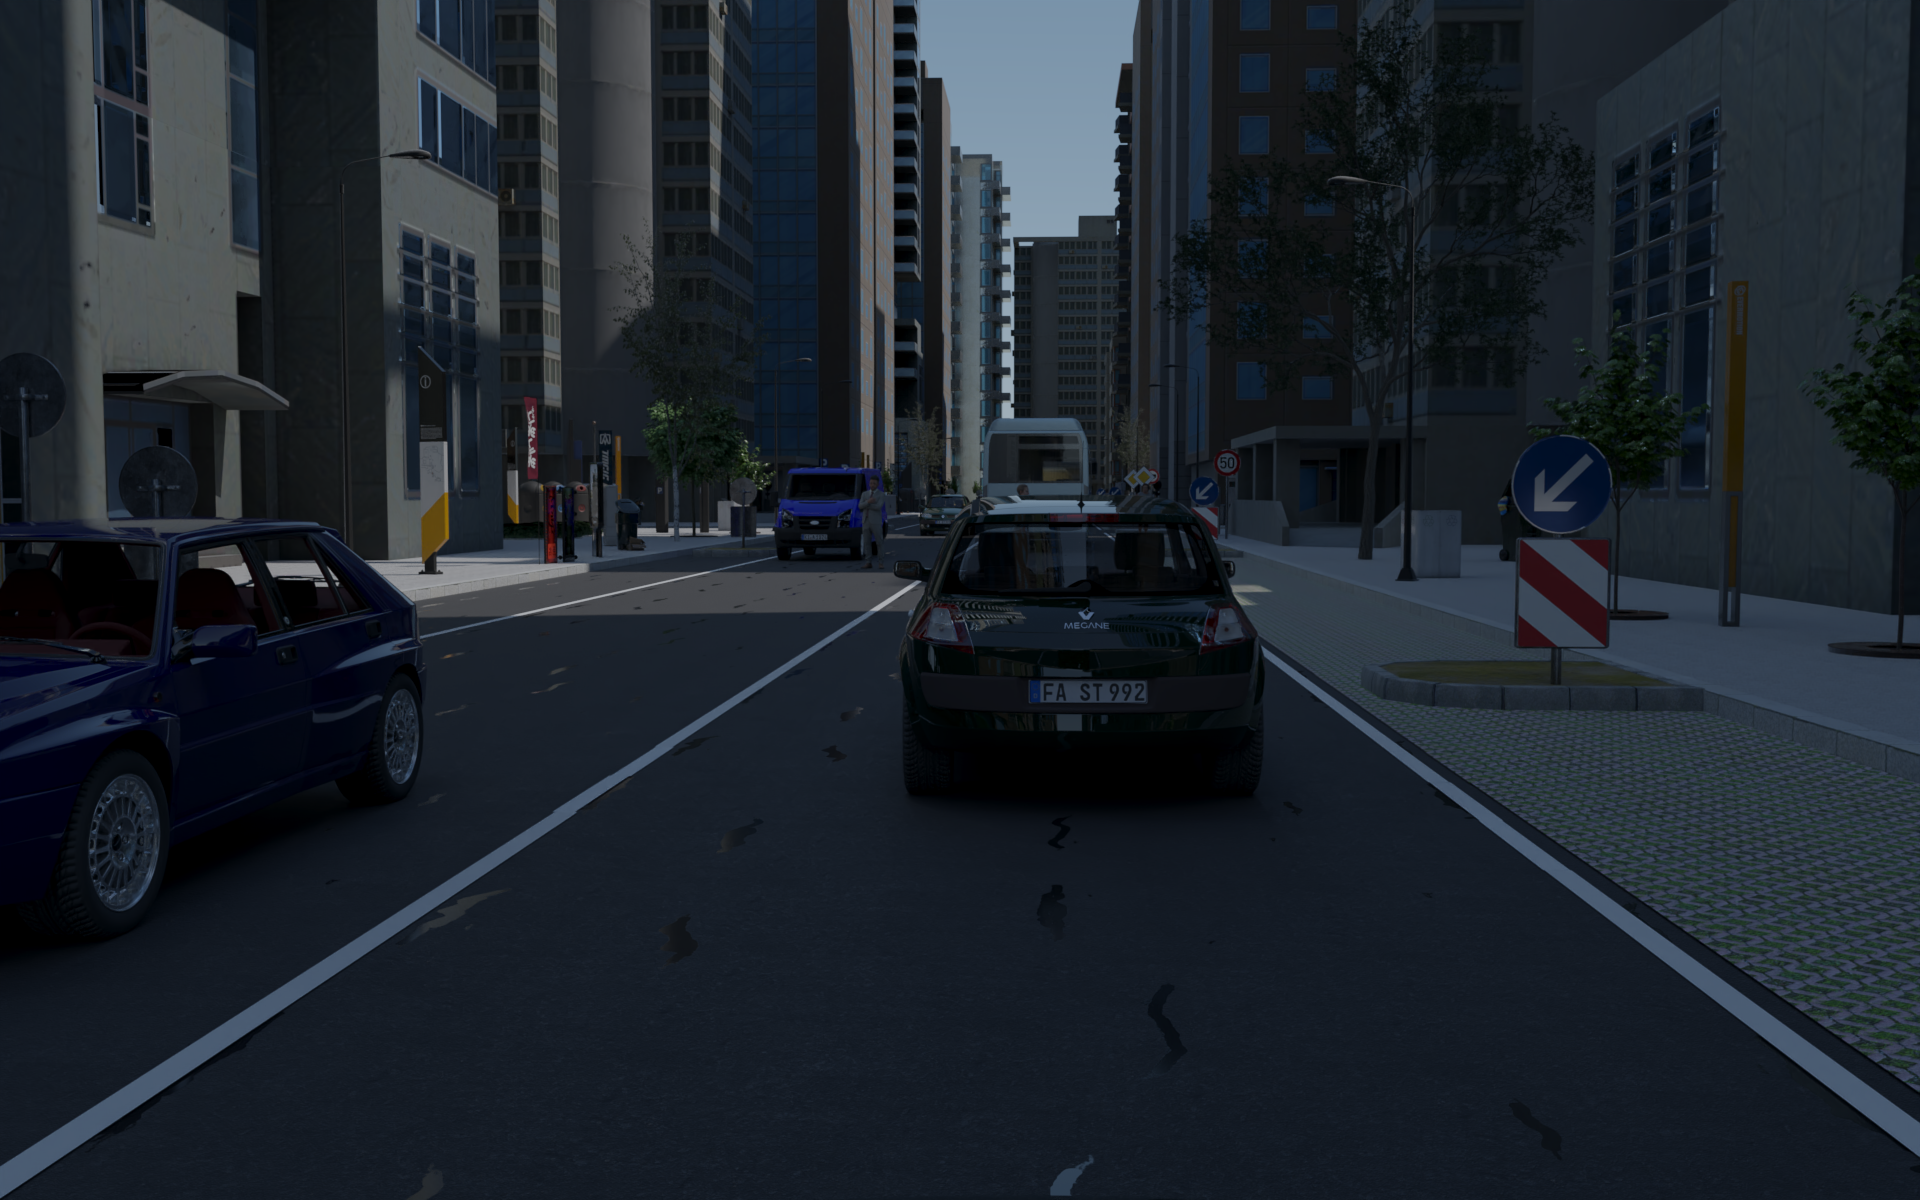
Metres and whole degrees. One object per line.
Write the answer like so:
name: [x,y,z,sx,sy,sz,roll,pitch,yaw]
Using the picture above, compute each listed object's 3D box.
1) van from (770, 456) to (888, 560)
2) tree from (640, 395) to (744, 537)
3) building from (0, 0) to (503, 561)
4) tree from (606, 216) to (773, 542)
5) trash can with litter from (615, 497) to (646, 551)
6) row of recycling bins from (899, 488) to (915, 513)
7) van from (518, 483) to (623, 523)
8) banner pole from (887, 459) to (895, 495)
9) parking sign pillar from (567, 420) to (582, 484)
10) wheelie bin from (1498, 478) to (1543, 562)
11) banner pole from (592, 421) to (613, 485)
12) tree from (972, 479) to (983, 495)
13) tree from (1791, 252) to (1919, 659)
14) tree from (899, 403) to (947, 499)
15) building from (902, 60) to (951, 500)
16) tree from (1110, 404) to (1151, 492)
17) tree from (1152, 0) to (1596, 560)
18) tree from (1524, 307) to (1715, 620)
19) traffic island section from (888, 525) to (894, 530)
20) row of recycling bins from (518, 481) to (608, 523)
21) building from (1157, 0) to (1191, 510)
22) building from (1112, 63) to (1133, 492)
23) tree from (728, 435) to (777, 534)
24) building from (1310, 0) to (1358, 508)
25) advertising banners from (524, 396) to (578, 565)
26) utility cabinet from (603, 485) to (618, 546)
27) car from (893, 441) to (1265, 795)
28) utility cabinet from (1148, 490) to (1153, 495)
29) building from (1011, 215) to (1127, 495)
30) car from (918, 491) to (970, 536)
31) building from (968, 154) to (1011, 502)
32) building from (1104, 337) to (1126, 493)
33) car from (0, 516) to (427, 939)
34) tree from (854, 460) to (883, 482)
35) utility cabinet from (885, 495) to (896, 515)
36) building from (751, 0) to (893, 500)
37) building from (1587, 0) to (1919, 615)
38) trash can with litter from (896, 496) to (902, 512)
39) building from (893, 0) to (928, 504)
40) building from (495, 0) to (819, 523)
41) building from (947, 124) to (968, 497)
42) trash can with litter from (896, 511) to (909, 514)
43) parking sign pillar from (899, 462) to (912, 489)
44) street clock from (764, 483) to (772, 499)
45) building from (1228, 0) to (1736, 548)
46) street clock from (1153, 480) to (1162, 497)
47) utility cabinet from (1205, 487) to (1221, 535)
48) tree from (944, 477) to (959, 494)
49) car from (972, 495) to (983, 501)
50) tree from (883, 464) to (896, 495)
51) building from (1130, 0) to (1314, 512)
van: [-2.886,-2.133,39.266,2.240,2.365,5.245,0,4,4]
tree: [-7.977,-4.182,52.092,4.285,4.588,4.351,0,3,0]
building: [-20.614,-43.431,22.762,22.319,86.520,31.000,0,4,3]
tree: [-7.450,-5.876,46.431,4.360,8.622,3.978,0,3,0]
trash can with litter: [-7.450,-1.718,39.482,0.624,1.170,1.055,-2,4,-34]
row of recycling bins: [-3.824,-7.027,122.007,1.069,1.692,3.534,0,4,7]
van: [-15.008,-3.639,66.505,4.112,2.044,2.013,0,4,3]
banner pole: [-4.958,-8.167,123.541,0.863,3.779,0.401,-3,5,-40]
parking sign pillar: [-14.112,-4.579,63.343,1.447,3.967,1.447,-1,4,-17]
wheelie bin: [10.753,-1.534,32.993,0.980,1.594,0.693,-1,4,-19]
banner pole: [-12.344,-4.255,59.587,0.863,3.779,0.401,0,4,3]
tree: [2.000,-13.623,217.329,1.663,3.219,1.824,0,3,0]
tree: [7.681,-1.173,13.778,1.663,3.219,1.824,0,3,0]
tree: [-2.795,-11.428,137.215,4.360,8.622,3.978,0,3,0]
building: [-8.306,-32.635,183.693,14.600,45.320,14.200,0,4,3]
tree: [13.993,-11.586,139.786,4.360,8.622,3.978,0,3,0]
tree: [7.886,-6.048,33.290,8.767,10.594,7.601,0,4,6]
tree: [6.868,-1.438,18.119,1.663,3.219,1.824,0,3,0]
traffic island section: [-3.784,-2.967,70.792,2.009,0.180,2.903,0,4,3]
row of recycling bins: [-13.045,-3.059,57.136,1.069,1.692,3.534,3,4,39]
building: [21.986,-34.063,98.921,21.231,58.520,28.212,0,4,3]
building: [26.744,-31.820,174.881,22.147,44.769,28.867,0,4,3]
tree: [-7.002,-3.759,56.056,1.663,3.219,1.824,0,3,0]
building: [21.534,-29.262,128.542,14.600,45.320,14.200,0,4,3]
advertising banners: [-7.538,-2.184,31.889,0.090,3.025,2.074,1,4,12]
utility cabinet: [-8.697,-2.101,43.032,0.318,1.500,1.173,-1,4,-15]
car: [0.602,0.008,9.660,2.009,1.686,4.222,0,4,1]
utility cabinet: [9.734,-4.912,88.983,0.318,1.500,1.173,1,4,11]
building: [19.278,-33.786,244.289,23.993,40.220,32.217,0,4,3]
car: [-0.420,-3.114,60.700,2.009,1.686,4.222,0,4,4]
building: [-8.107,-38.051,241.740,30.456,49.044,23.786,0,4,3]
building: [31.324,-21.993,204.623,27.650,21.520,28.899,0,4,3]
car: [-3.506,0.352,6.831,1.945,1.354,3.894,0,4,2]
tree: [-5.788,-6.385,98.990,1.663,3.219,1.824,0,3,0]
utility cabinet: [-4.375,-5.680,104.035,1.020,1.237,0.306,0,4,-8]
building: [-12.600,-29.503,132.488,14.600,45.320,14.200,0,4,3]
building: [20.739,-42.658,10.129,22.319,86.520,31.000,0,4,3]
trash can with litter: [-4.433,-6.557,118.592,0.624,1.170,1.055,1,4,17]
building: [-13.747,-51.833,160.135,22.319,86.520,31.000,0,4,3]
building: [-23.178,-23.939,83.282,32.217,40.220,23.993,0,4,3]
building: [-15.163,-36.103,209.888,30.456,49.044,23.786,0,4,3]
trash can with litter: [-4.068,-6.319,114.368,2.233,1.210,1.678,-1,4,-15]
parking sign pillar: [-4.558,-9.518,144.083,1.447,3.967,1.447,2,4,34]
street clock: [-10.702,-5.614,96.354,0.471,2.002,0.358,-1,4,-21]
building: [24.364,-21.742,47.370,32.217,40.220,23.993,0,4,3]
street clock: [10.458,-5.335,91.802,0.358,2.002,0.471,-2,4,-32]
utility cabinet: [7.839,-2.760,53.810,0.318,1.500,1.173,1,4,18]
tree: [-0.657,-11.044,175.176,1.663,3.219,1.824,0,3,0]
car: [1.905,-6.792,123.044,2.014,1.417,4.499,0,4,4]
tree: [-4.731,-7.075,110.282,1.663,3.219,1.824,0,3,0]
building: [22.384,-30.752,152.900,14.600,45.320,14.200,0,4,3]
